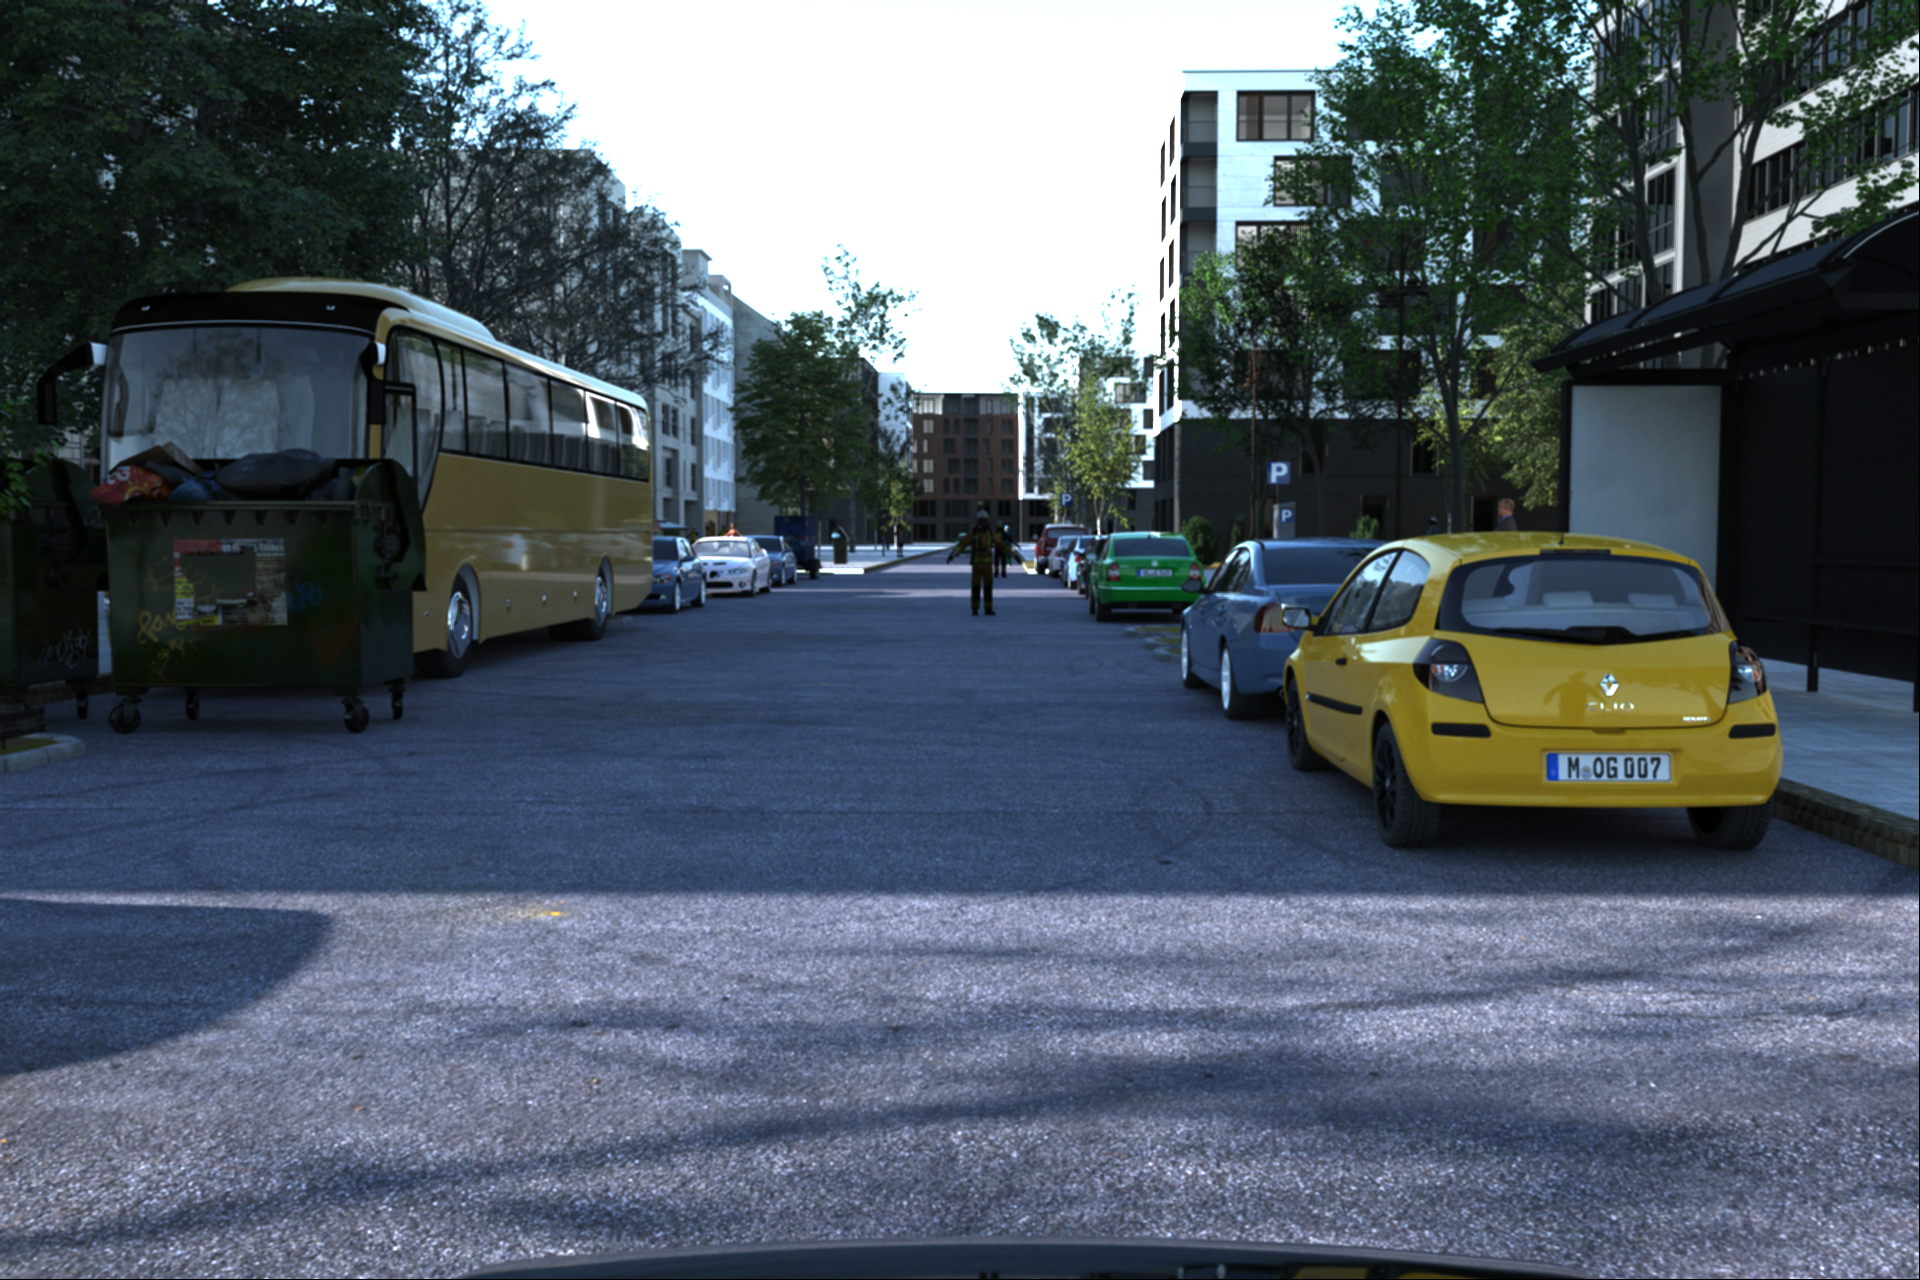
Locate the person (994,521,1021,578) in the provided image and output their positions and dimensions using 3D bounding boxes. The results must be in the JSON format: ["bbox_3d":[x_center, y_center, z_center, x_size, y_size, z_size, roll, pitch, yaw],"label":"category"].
[{"bbox_3d":[1.328,-2.989,57.109,1.354,1.856,0.705,0,4,8],"label":"person"}]

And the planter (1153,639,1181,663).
[{"bbox_3d":[3.250,0.074,19.937,1.991,0.319,1.994,0,4,0],"label":"planter"}]

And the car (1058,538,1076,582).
[{"bbox_3d":[3.838,-2.319,50.495,1.945,1.354,3.894,0,4,1],"label":"car"}]

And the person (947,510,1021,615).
[{"bbox_3d":[0.400,-1.370,30.627,1.354,1.858,0.705,-1,4,-16],"label":"person"}]

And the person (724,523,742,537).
[{"bbox_3d":[-9.319,-3.922,70.924,1.217,1.733,0.721,2,4,26],"label":"person"}]

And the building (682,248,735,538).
[{"bbox_3d":[-22.037,-15.888,116.185,16.016,20.090,11.380,0,4,1],"label":"building"}]

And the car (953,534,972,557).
[{"bbox_3d":[0.563,-6.289,111.614,1.959,1.807,4.718,0,4,2],"label":"car"}]

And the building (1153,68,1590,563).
[{"bbox_3d":[24.183,-15.210,92.665,27.936,21.610,32.646,0,4,2],"label":"building"}]

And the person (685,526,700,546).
[{"bbox_3d":[-15.730,-5.838,101.916,1.216,1.772,0.721,2,4,33],"label":"person"}]

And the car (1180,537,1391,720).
[{"bbox_3d":[2.932,-0.162,14.651,2.014,1.417,4.499,0,4,1],"label":"car"}]

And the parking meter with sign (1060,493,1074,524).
[{"bbox_3d":[4.529,-4.692,72.976,0.543,3.016,1.738,0,4,0],"label":"parking meter with sign"}]

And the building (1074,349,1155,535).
[{"bbox_3d":[27.499,-22.233,207.487,27.936,21.610,32.646,0,4,2],"label":"building"}]

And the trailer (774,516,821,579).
[{"bbox_3d":[-5.282,-2.913,54.670,1.471,1.999,3.904,0,4,2],"label":"trailer"}]

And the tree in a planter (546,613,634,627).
[{"bbox_3d":[-6.304,-1.859,27.619,1.991,3.239,1.994,0,4,1],"label":"tree in a planter"}]

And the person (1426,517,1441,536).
[{"bbox_3d":[15.970,-3.225,58.574,0.704,1.849,1.345,3,5,45],"label":"person"}]

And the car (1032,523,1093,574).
[{"bbox_3d":[3.794,-3.342,63.316,2.281,1.827,5.304,0,4,1],"label":"car"}]

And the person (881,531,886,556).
[{"bbox_3d":[-4.399,-5.628,101.283,0.599,1.433,0.991,0,4,-5],"label":"person"}]

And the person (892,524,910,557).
[{"bbox_3d":[-3.298,-5.493,95.956,0.704,1.843,1.345,3,5,43],"label":"person"}]

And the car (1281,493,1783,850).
[{"bbox_3d":[2.823,0.056,9.309,2.015,1.641,3.980,0,4,2],"label":"car"}]

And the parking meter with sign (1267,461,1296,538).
[{"bbox_3d":[7.619,-2.725,40.814,0.543,3.016,1.738,0,4,2],"label":"parking meter with sign"}]

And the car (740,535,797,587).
[{"bbox_3d":[-5.625,-2.239,48.603,2.014,1.417,4.499,0,4,1],"label":"car"}]

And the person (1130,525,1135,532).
[{"bbox_3d":[8.893,-5.104,90.164,0.721,1.740,1.216,3,5,44],"label":"person"}]

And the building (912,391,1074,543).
[{"bbox_3d":[5.209,-25.243,259.154,32.646,21.610,27.936,0,4,-5],"label":"building"}]

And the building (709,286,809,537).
[{"bbox_3d":[-22.529,-18.846,139.056,19.493,23.208,18.063,0,4,1],"label":"building"}]

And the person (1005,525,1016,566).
[{"bbox_3d":[2.082,-4.188,77.055,0.704,1.817,1.347,3,5,45],"label":"person"}]

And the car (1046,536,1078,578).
[{"bbox_3d":[3.919,-2.775,57.729,2.083,1.381,4.827,0,4,1],"label":"car"}]

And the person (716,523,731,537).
[{"bbox_3d":[-11.836,-4.940,86.738,1.349,1.833,0.705,3,5,41],"label":"person"}]

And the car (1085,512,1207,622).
[{"bbox_3d":[3.149,-1.276,29.652,1.959,1.807,4.718,0,4,2],"label":"car"}]

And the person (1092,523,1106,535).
[{"bbox_3d":[6.910,-4.867,85.508,1.347,1.837,0.705,-2,4,-24],"label":"person"}]

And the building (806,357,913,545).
[{"bbox_3d":[-20.866,-22.776,216.365,27.936,21.610,32.646,0,4,2],"label":"building"}]

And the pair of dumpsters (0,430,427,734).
[{"bbox_3d":[-6.370,-0.484,12.858,4.436,2.255,1.574,0,4,2],"label":"pair of dumpsters"}]

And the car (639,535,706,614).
[{"bbox_3d":[-5.916,-1.267,32.717,2.014,1.417,4.499,0,4,1],"label":"car"}]

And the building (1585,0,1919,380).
[{"bbox_3d":[29.868,-14.144,50.321,14.314,24.678,30.058,0,4,2],"label":"building"}]

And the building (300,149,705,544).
[{"bbox_3d":[-25.137,-14.021,95.697,16.747,18.905,31.486,0,4,1],"label":"building"}]

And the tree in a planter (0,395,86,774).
[{"bbox_3d":[-6.680,-0.824,10.692,1.991,3.239,1.994,0,4,1],"label":"tree in a planter"}]

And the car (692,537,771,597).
[{"bbox_3d":[-5.581,-1.752,41.001,2.083,1.381,4.827,0,4,1],"label":"car"}]

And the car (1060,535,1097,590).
[{"bbox_3d":[3.681,-2.075,45.925,2.014,1.417,4.499,0,4,1],"label":"car"}]

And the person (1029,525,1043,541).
[{"bbox_3d":[4.478,-5.568,97.217,1.347,1.806,0.705,-3,4,-36],"label":"person"}]

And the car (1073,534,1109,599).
[{"bbox_3d":[3.624,-1.825,39.622,2.009,1.686,4.222,0,3,0],"label":"car"}]

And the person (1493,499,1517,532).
[{"bbox_3d":[7.321,-1.031,23.450,0.434,1.755,0.990,1,4,22],"label":"person"}]
